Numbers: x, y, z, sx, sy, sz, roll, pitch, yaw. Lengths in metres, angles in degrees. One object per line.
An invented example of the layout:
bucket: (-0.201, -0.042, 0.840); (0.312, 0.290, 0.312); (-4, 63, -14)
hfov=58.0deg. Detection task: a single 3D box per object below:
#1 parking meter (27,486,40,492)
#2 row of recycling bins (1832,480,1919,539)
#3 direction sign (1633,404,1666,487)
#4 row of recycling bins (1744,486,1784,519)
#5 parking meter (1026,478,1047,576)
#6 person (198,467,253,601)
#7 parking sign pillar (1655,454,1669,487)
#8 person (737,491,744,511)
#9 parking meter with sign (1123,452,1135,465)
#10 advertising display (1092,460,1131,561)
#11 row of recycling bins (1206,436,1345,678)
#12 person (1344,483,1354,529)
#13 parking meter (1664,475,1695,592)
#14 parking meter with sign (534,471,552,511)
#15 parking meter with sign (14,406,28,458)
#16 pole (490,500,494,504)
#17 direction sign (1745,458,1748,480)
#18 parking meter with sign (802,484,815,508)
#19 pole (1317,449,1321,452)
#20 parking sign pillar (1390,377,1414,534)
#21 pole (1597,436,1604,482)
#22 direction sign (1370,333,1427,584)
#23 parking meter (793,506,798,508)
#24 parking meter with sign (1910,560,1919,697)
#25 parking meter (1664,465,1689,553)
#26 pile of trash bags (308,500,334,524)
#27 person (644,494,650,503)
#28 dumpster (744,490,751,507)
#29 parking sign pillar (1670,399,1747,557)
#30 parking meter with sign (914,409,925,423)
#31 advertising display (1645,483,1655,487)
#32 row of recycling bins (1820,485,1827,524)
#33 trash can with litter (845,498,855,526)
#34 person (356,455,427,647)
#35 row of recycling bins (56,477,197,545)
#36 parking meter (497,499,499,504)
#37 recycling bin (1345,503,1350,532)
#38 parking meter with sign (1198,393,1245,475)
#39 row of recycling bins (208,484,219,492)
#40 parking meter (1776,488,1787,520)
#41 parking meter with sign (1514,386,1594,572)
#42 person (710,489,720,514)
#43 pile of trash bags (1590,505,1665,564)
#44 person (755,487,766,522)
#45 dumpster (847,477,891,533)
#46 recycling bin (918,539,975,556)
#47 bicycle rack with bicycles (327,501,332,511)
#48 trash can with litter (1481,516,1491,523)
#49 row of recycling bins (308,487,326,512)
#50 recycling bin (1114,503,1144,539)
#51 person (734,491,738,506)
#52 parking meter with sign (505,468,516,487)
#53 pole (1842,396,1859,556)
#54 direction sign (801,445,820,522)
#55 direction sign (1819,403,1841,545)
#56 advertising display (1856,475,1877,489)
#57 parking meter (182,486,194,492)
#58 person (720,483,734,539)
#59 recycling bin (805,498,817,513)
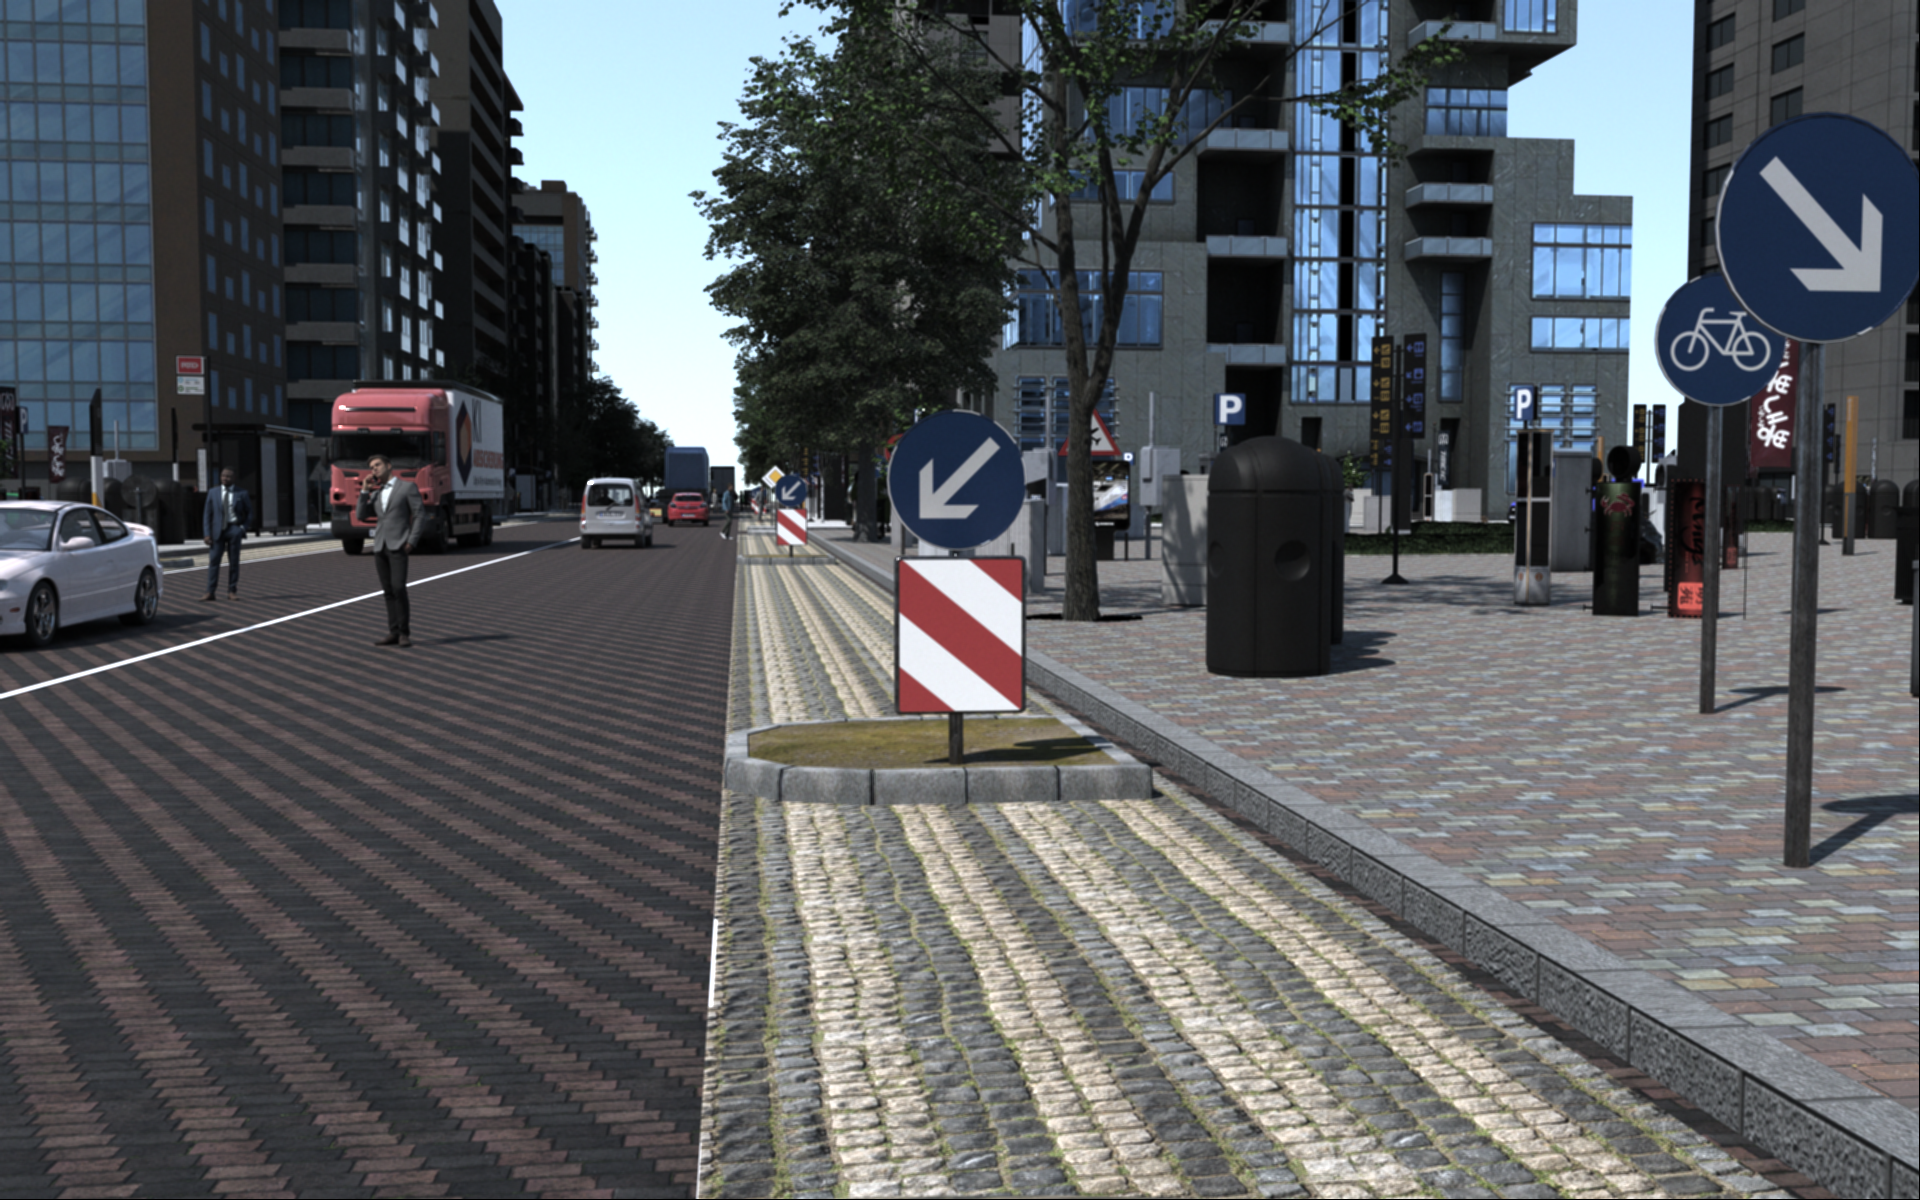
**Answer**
parking meter: (-30.797, -3.010, 57.620); (0.372, 1.533, 0.369); (0, 3, 0)
row of recycling bins: (26.908, -2.593, 49.508); (3.534, 1.692, 1.069); (1, 4, 10)
direction sign: (17.368, -3.163, 43.714); (0.876, 3.537, 0.379); (-1, 4, -10)
row of recycling bins: (39.750, -4.870, 86.732); (3.534, 1.692, 1.069); (-1, 4, -15)
parking meter: (1.172, -1.149, 27.202); (0.372, 1.533, 0.369); (0, 3, 0)
person: (-9.922, -0.899, 23.386); (0.721, 1.800, 0.419); (-2, 4, -25)
parking sign pillar: (42.159, -7.040, 103.579); (1.447, 3.967, 1.447); (-2, 4, -30)
person: (-18.861, -8.532, 148.724); (0.721, 1.735, 1.217); (-2, 4, -32)
parking meter with sign: (6.560, -4.618, 71.767); (0.543, 3.016, 1.738); (3, 4, 36)
advertising display: (2.774, -1.712, 33.197); (0.974, 1.923, 0.123); (1, 4, 12)
row of recycling bins: (2.500, -0.402, 13.690); (1.069, 1.692, 3.534); (1, 4, 15)
person: (15.241, -3.641, 67.836); (0.447, 1.846, 0.655); (0, 4, -7)
parking meter: (9.446, -0.874, 22.707); (0.372, 1.533, 0.369); (0, 3, 0)
parking meter with sign: (-30.896, -8.074, 128.276); (0.543, 3.016, 1.738); (1, 4, 20)
parking meter with sign: (-19.475, -2.329, 34.343); (1.738, 3.016, 0.543); (-1, 4, -12)
pole: (-30.868, -7.357, 114.131); (0.158, 3.312, 0.155); (0, 3, 0)
direction sign: (42.000, -6.194, 93.262); (0.876, 3.537, 0.379); (1, 4, 18)
parking meter with sign: (-11.889, -8.532, 135.760); (0.543, 3.016, 1.738); (-3, 5, -43)
pole: (16.217, -5.167, 78.324); (0.158, 3.312, 0.155); (0, 3, 0)
parking sign pillar: (10.309, -3.178, 40.435); (1.447, 3.967, 1.447); (1, 4, 12)
pole: (22.706, -4.133, 61.422); (0.158, 3.312, 0.155); (0, 3, 0)
direction sign: (6.246, -2.003, 24.754); (0.379, 3.537, 0.876); (-3, 5, -43)
parking meter: (-9.741, -5.877, 101.805); (0.255, 1.863, 0.399); (2, 4, 35)
parking meter with sign: (6.687, -0.925, 11.388); (0.543, 3.016, 1.738); (3, 4, 39)
parking meter: (14.234, -1.752, 34.364); (0.399, 1.863, 0.255); (0, 4, -8)
pile of trash bags: (-28.011, -3.942, 74.207); (3.447, 1.369, 1.912); (-3, 5, -40)
person: (-27.213, -8.473, 150.226); (0.799, 1.438, 0.628); (1, 4, 15)
dumpster: (-21.702, -10.564, 180.934); (1.865, 1.857, 1.264); (0, 4, -6)
parking sign pillar: (15.455, -2.885, 35.639); (1.447, 3.967, 1.447); (2, 4, 24)
parking meter with sign: (-0.021, -2.392, 35.367); (1.738, 3.016, 0.543); (-1, 4, -18)
advertising display: (41.885, -6.114, 105.177); (0.974, 1.923, 0.123); (3, 5, 41)
row of recycling bins: (37.956, -4.120, 74.474); (3.534, 1.692, 1.069); (-3, 4, -38)
trash can with litter: (-4.260, -3.581, 69.938); (0.624, 1.170, 1.055); (-1, 4, -22)
person: (-5.378, -0.471, 16.388); (0.592, 1.802, 0.473); (2, 4, 34)
row of recycling bins: (-20.778, -2.198, 43.051); (1.069, 1.692, 3.534); (1, 4, 21)
parking meter: (-29.017, -6.333, 109.259); (0.399, 1.863, 0.255); (3, 5, 40)
recycling bin: (10.559, -2.234, 49.074); (0.722, 1.027, 0.722); (3, 5, 41)
parking meter with sign: (4.558, -2.117, 30.867); (0.543, 3.016, 1.738); (0, 4, -7)
row of recycling bins: (-31.903, -3.978, 72.160); (3.534, 1.692, 1.069); (1, 4, 22)
parking meter: (36.025, -4.131, 75.957); (0.372, 1.533, 0.369); (0, 3, 0)
parking meter with sign: (10.007, -1.971, 28.481); (1.738, 3.016, 0.543); (-1, 4, -16)
person: (-17.520, -7.034, 123.864); (0.624, 1.780, 0.694); (3, 5, 42)
pile of trash bags: (11.330, -1.327, 31.449); (3.447, 1.369, 1.912); (-3, 5, -42)
person: (-10.141, -4.864, 88.118); (0.391, 1.810, 0.635); (2, 4, 25)
dumpster: (-2.998, -3.423, 58.464); (1.502, 2.255, 1.985); (0, 4, -7)
recycling bin: (-0.171, -0.886, 27.035); (0.722, 1.027, 0.722); (2, 4, 33)
bicycle rack with bicycles: (-30.696, -4.515, 87.209); (2.852, 0.926, 2.925); (-2, 4, -24)
trash can with litter: (23.238, -4.047, 77.559); (1.055, 1.170, 0.624); (2, 4, 27)
row of recycling bins: (-38.035, -5.712, 100.504); (3.534, 1.692, 1.069); (3, 4, 37)
recycling bin: (4.805, -2.274, 49.740); (0.722, 1.027, 0.722); (-3, 4, -36)
person: (-26.649, -12.005, 205.314); (0.617, 1.759, 0.750); (1, 4, 9)
parking meter with sign: (-30.801, -7.447, 118.019); (0.543, 3.016, 1.738); (-2, 4, -33)
pole: (18.569, -2.586, 36.118); (0.158, 3.312, 0.155); (0, 3, 0)
direction sign: (-6.926, -5.404, 80.345); (0.876, 3.537, 0.379); (0, 4, 1)
direction sign: (21.783, -3.159, 43.655); (0.379, 3.537, 0.876); (0, 4, 1)
advertising display: (31.034, -3.328, 59.626); (0.123, 1.923, 0.974); (-3, 4, -36)
parking meter: (-24.757, -2.882, 55.536); (0.372, 1.533, 0.369); (0, 3, 0)
person: (-7.363, -2.813, 54.829); (0.444, 1.785, 0.601); (2, 4, 25)
recycling bin: (-10.281, -6.548, 119.618); (0.722, 1.027, 0.722); (-1, 4, -19)
